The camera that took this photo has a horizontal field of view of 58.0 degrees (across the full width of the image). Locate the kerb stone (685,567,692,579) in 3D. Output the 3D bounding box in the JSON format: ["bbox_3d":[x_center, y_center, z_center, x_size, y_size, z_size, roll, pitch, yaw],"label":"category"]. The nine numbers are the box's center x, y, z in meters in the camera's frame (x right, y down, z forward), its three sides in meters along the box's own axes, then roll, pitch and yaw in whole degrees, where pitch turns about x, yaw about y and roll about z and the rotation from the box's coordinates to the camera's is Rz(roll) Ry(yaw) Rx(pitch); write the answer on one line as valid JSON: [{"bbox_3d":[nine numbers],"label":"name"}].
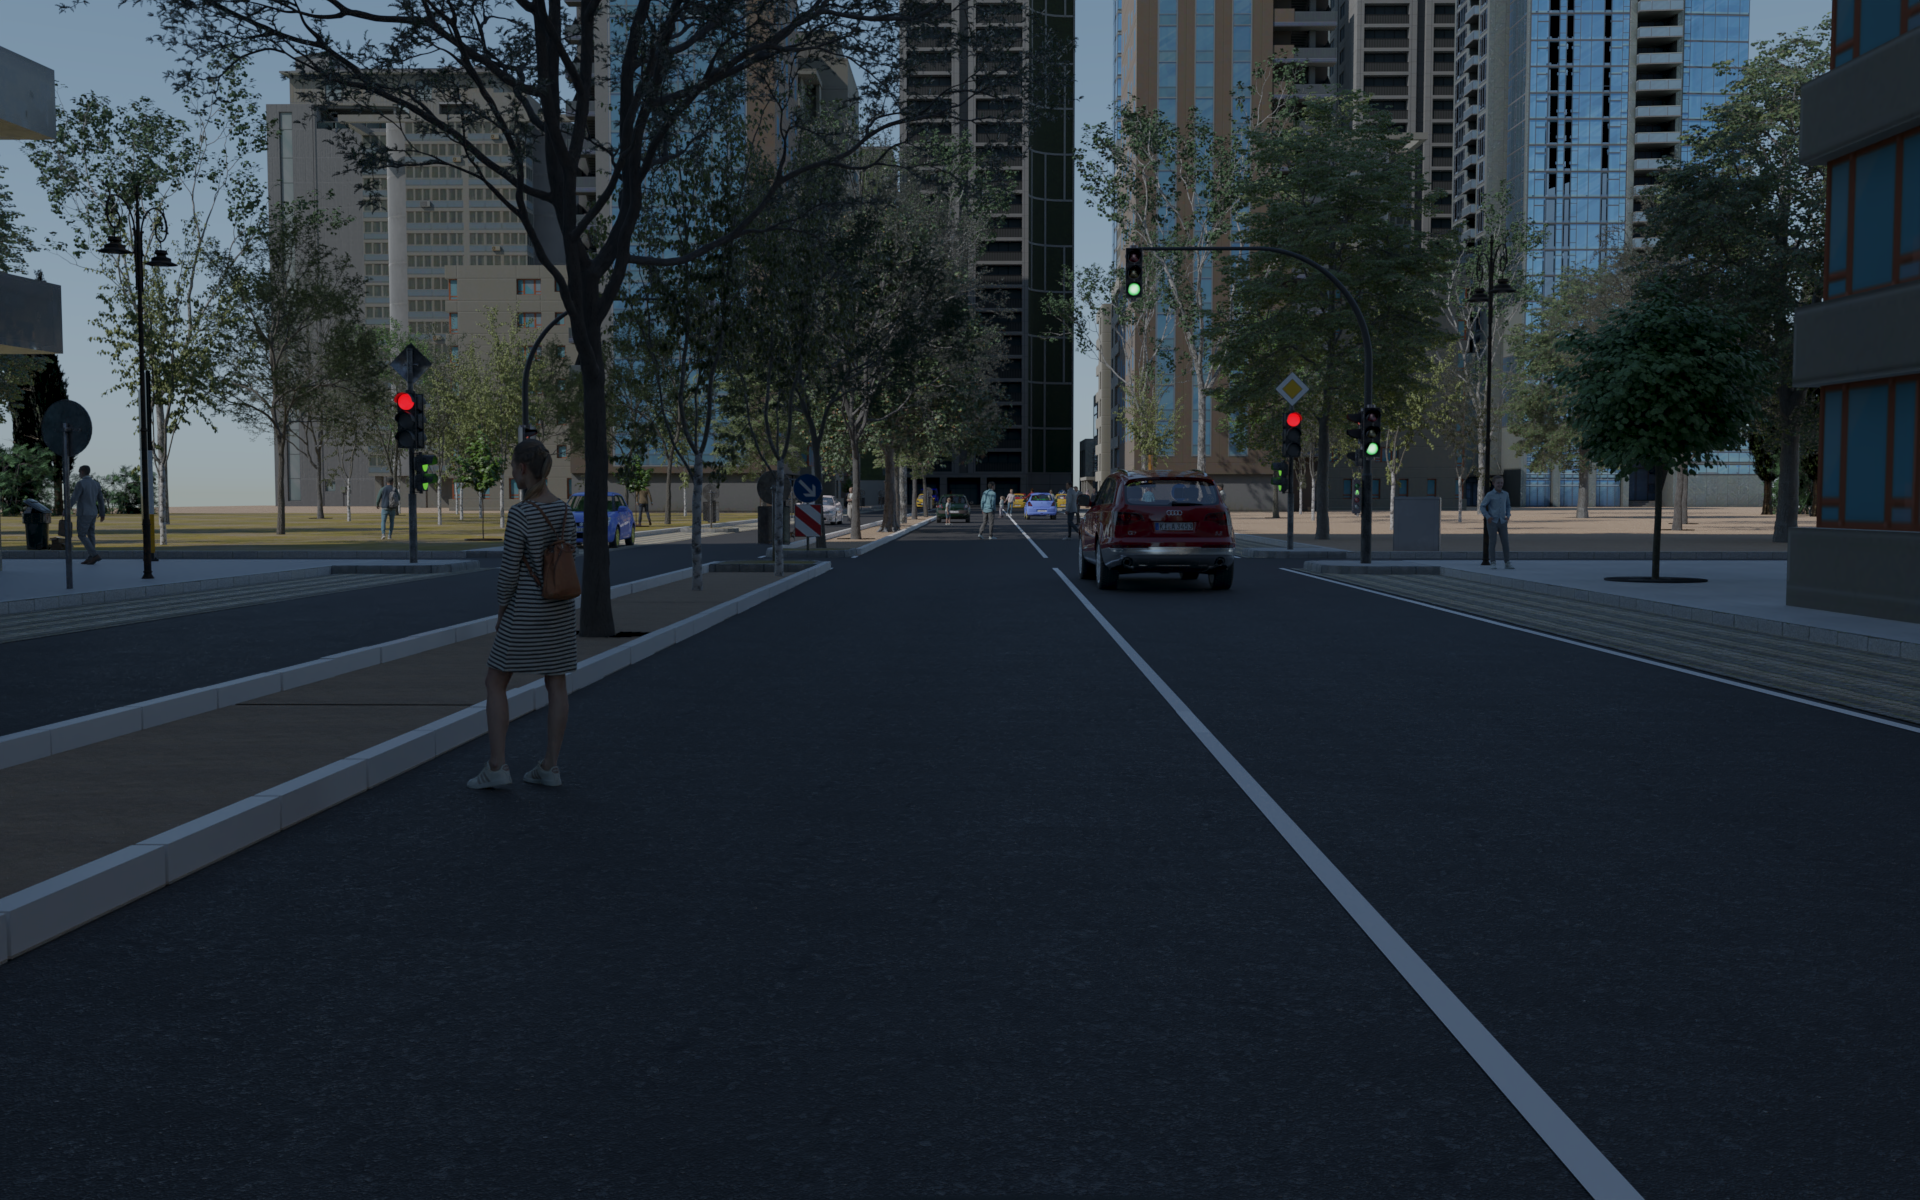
[{"bbox_3d":[-4.677,-0.441,29.407,0.120,0.150,1.000,0,4,1],"label":"kerb stone"}]

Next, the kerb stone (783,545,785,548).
[{"bbox_3d":[-4.458,-1.229,42.296,0.120,0.150,1.000,0,4,1],"label":"kerb stone"}]

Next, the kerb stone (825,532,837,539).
[{"bbox_3d":[-4.220,-2.103,56.632,0.120,0.150,1.000,0,4,1],"label":"kerb stone"}]

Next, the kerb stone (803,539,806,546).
[{"bbox_3d":[-4.371,-1.543,47.417,0.120,0.150,1.000,0,4,1],"label":"kerb stone"}]

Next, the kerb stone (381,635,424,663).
[{"bbox_3d":[-4.911,0.439,15.068,0.120,0.150,1.000,0,4,1],"label":"kerb stone"}]

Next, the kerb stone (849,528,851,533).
[{"bbox_3d":[-4.117,-2.482,62.779,0.120,0.150,1.000,0,4,1],"label":"kerb stone"}]

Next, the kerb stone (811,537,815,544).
[{"bbox_3d":[-4.331,-1.668,49.461,0.120,0.150,1.000,0,4,1],"label":"kerb stone"}]

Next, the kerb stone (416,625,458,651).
[{"bbox_3d":[-4.904,0.373,16.093,0.120,0.150,1.000,0,4,1],"label":"kerb stone"}]

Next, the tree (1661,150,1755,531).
[{"bbox_3d":[25.345,-9.179,60.442,12.009,13.543,11.850,0,3,0],"label":"tree"}]

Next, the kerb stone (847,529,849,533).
[{"bbox_3d":[-4.133,-2.419,61.755,0.120,0.150,1.000,0,4,1],"label":"kerb stone"}]

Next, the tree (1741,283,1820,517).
[{"bbox_3d":[51.879,-12.254,102.181,13.155,14.587,18.604,-1,4,-12],"label":"tree"}]

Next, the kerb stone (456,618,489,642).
[{"bbox_3d":[-4.883,0.310,17.123,0.120,0.150,1.000,0,4,1],"label":"kerb stone"}]

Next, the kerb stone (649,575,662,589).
[{"bbox_3d":[-4.728,-0.254,26.341,0.120,0.150,1.000,0,4,1],"label":"kerb stone"}]

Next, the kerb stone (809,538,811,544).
[{"bbox_3d":[-4.355,-1.603,48.440,0.120,0.150,1.000,0,4,1],"label":"kerb stone"}]

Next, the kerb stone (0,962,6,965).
[{"bbox_3d":[-2.986,1.064,4.803,0.120,0.150,1.000,0,4,1],"label":"kerb stone"}]

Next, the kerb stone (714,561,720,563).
[{"bbox_3d":[-4.624,-0.629,32.485,0.120,0.150,1.000,0,4,1],"label":"kerb stone"}]

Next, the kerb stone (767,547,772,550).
[{"bbox_3d":[-4.475,-1.167,41.274,0.120,0.150,1.000,0,4,1],"label":"kerb stone"}]

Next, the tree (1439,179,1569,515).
[{"bbox_3d":[31.876,-15.356,106.960,12.611,20.169,13.585,0,3,0],"label":"tree"}]

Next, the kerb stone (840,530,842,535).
[{"bbox_3d":[-4.187,-2.229,58.680,0.120,0.150,1.000,0,4,1],"label":"kerb stone"}]

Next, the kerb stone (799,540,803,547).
[{"bbox_3d":[-4.391,-1.478,46.395,0.120,0.150,1.000,0,4,1],"label":"kerb stone"}]

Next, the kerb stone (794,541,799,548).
[{"bbox_3d":[-4.406,-1.414,45.373,0.120,0.150,1.000,0,4,1],"label":"kerb stone"}]

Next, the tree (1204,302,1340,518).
[{"bbox_3d":[16.708,-10.164,91.937,9.928,11.665,9.643,0,3,0],"label":"tree"}]

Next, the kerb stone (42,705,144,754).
[{"bbox_3d":[-5.006,0.751,9.945,0.120,0.150,1.000,0,4,1],"label":"kerb stone"}]

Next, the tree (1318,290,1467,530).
[{"bbox_3d":[15.634,-6.796,61.472,4.737,8.622,4.395,0,3,0],"label":"tree"}]

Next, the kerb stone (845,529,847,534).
[{"bbox_3d":[-4.149,-2.357,60.728,0.120,0.150,1.000,0,4,1],"label":"kerb stone"}]

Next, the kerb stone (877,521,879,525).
[{"bbox_3d":[-3.861,-3.414,78.159,0.120,0.150,1.000,0,4,1],"label":"kerb stone"}]

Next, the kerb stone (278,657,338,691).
[{"bbox_3d":[-4.945,0.567,13.024,0.120,0.150,1.000,0,4,1],"label":"kerb stone"}]

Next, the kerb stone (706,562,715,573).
[{"bbox_3d":[-4.637,-0.567,31.459,0.120,0.150,1.000,0,4,1],"label":"kerb stone"}]

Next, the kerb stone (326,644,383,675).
[{"bbox_3d":[-4.938,0.498,14.046,0.120,0.150,1.000,0,4,1],"label":"kerb stone"}]

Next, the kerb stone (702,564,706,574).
[{"bbox_3d":[-4.659,-0.504,30.437,0.120,0.150,1.000,0,4,1],"label":"kerb stone"}]

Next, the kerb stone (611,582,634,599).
[{"bbox_3d":[-4.776,-0.127,24.293,0.120,0.150,1.000,0,4,1],"label":"kerb stone"}]

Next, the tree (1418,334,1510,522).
[{"bbox_3d":[22.677,-7.819,78.206,4.360,8.622,3.978,0,3,0],"label":"tree"}]

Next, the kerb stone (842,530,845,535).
[{"bbox_3d":[-4.161,-2.294,59.701,0.120,0.150,1.000,0,4,1],"label":"kerb stone"}]

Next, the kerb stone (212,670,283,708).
[{"bbox_3d":[-4.968,0.629,11.992,0.120,0.150,1.000,0,4,1],"label":"kerb stone"}]

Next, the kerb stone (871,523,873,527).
[{"bbox_3d":[-3.921,-3.173,74.067,0.120,0.150,1.000,0,4,1],"label":"kerb stone"}]

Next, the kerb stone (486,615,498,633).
[{"bbox_3d":[-4.866,0.248,18.144,0.120,0.150,1.000,0,4,1],"label":"kerb stone"}]

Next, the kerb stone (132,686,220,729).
[{"bbox_3d":[-4.988,0.688,10.967,0.120,0.150,1.000,0,4,1],"label":"kerb stone"}]

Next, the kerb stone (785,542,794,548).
[{"bbox_3d":[-4.419,-1.355,44.344,0.120,0.150,1.000,0,4,1],"label":"kerb stone"}]

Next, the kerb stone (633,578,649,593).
[{"bbox_3d":[-4.744,-0.191,25.319,0.120,0.150,1.000,0,4,1],"label":"kerb stone"}]

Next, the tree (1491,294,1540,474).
[{"bbox_3d":[32.928,-11.305,91.499,9.857,13.997,8.962,0,3,0],"label":"tree"}]

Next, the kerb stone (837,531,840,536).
[{"bbox_3d":[-4.198,-2.169,57.654,0.120,0.150,1.000,0,4,1],"label":"kerb stone"}]

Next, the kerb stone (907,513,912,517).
[{"bbox_3d":[-3.250,-5.615,114.003,0.120,0.150,1.000,0,4,1],"label":"kerb stone"}]

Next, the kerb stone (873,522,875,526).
[{"bbox_3d":[-3.906,-3.235,75.089,0.120,0.150,1.000,0,4,1],"label":"kerb stone"}]

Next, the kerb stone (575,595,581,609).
[{"bbox_3d":[-4.800,-0.003,22.246,0.120,0.150,1.000,0,4,1],"label":"kerb stone"}]

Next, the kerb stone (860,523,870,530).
[{"bbox_3d":[-3.958,-3.046,72.012,0.120,0.150,1.000,0,4,1],"label":"kerb stone"}]

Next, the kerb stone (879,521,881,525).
[{"bbox_3d":[-3.837,-3.485,79.181,0.120,0.150,1.000,0,4,1],"label":"kerb stone"}]

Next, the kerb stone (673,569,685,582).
[{"bbox_3d":[-4.696,-0.379,28.385,0.120,0.150,1.000,0,4,1],"label":"kerb stone"}]

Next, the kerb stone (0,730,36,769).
[{"bbox_3d":[-5.017,0.812,8.923,0.120,0.150,1.000,0,4,1],"label":"kerb stone"}]

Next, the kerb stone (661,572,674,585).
[{"bbox_3d":[-4.712,-0.316,27.363,0.120,0.150,1.000,0,4,1],"label":"kerb stone"}]

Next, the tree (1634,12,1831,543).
[{"bbox_3d":[21.896,-8.503,45.685,9.857,13.997,8.962,0,3,0],"label":"tree"}]

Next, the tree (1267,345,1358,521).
[{"bbox_3d":[17.363,-8.156,83.714,4.360,8.622,3.978,0,3,0],"label":"tree"}]

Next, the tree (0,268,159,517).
[{"bbox_3d":[-56.724,-12.387,104.345,13.155,14.587,18.604,0,4,-6],"label":"tree"}]
